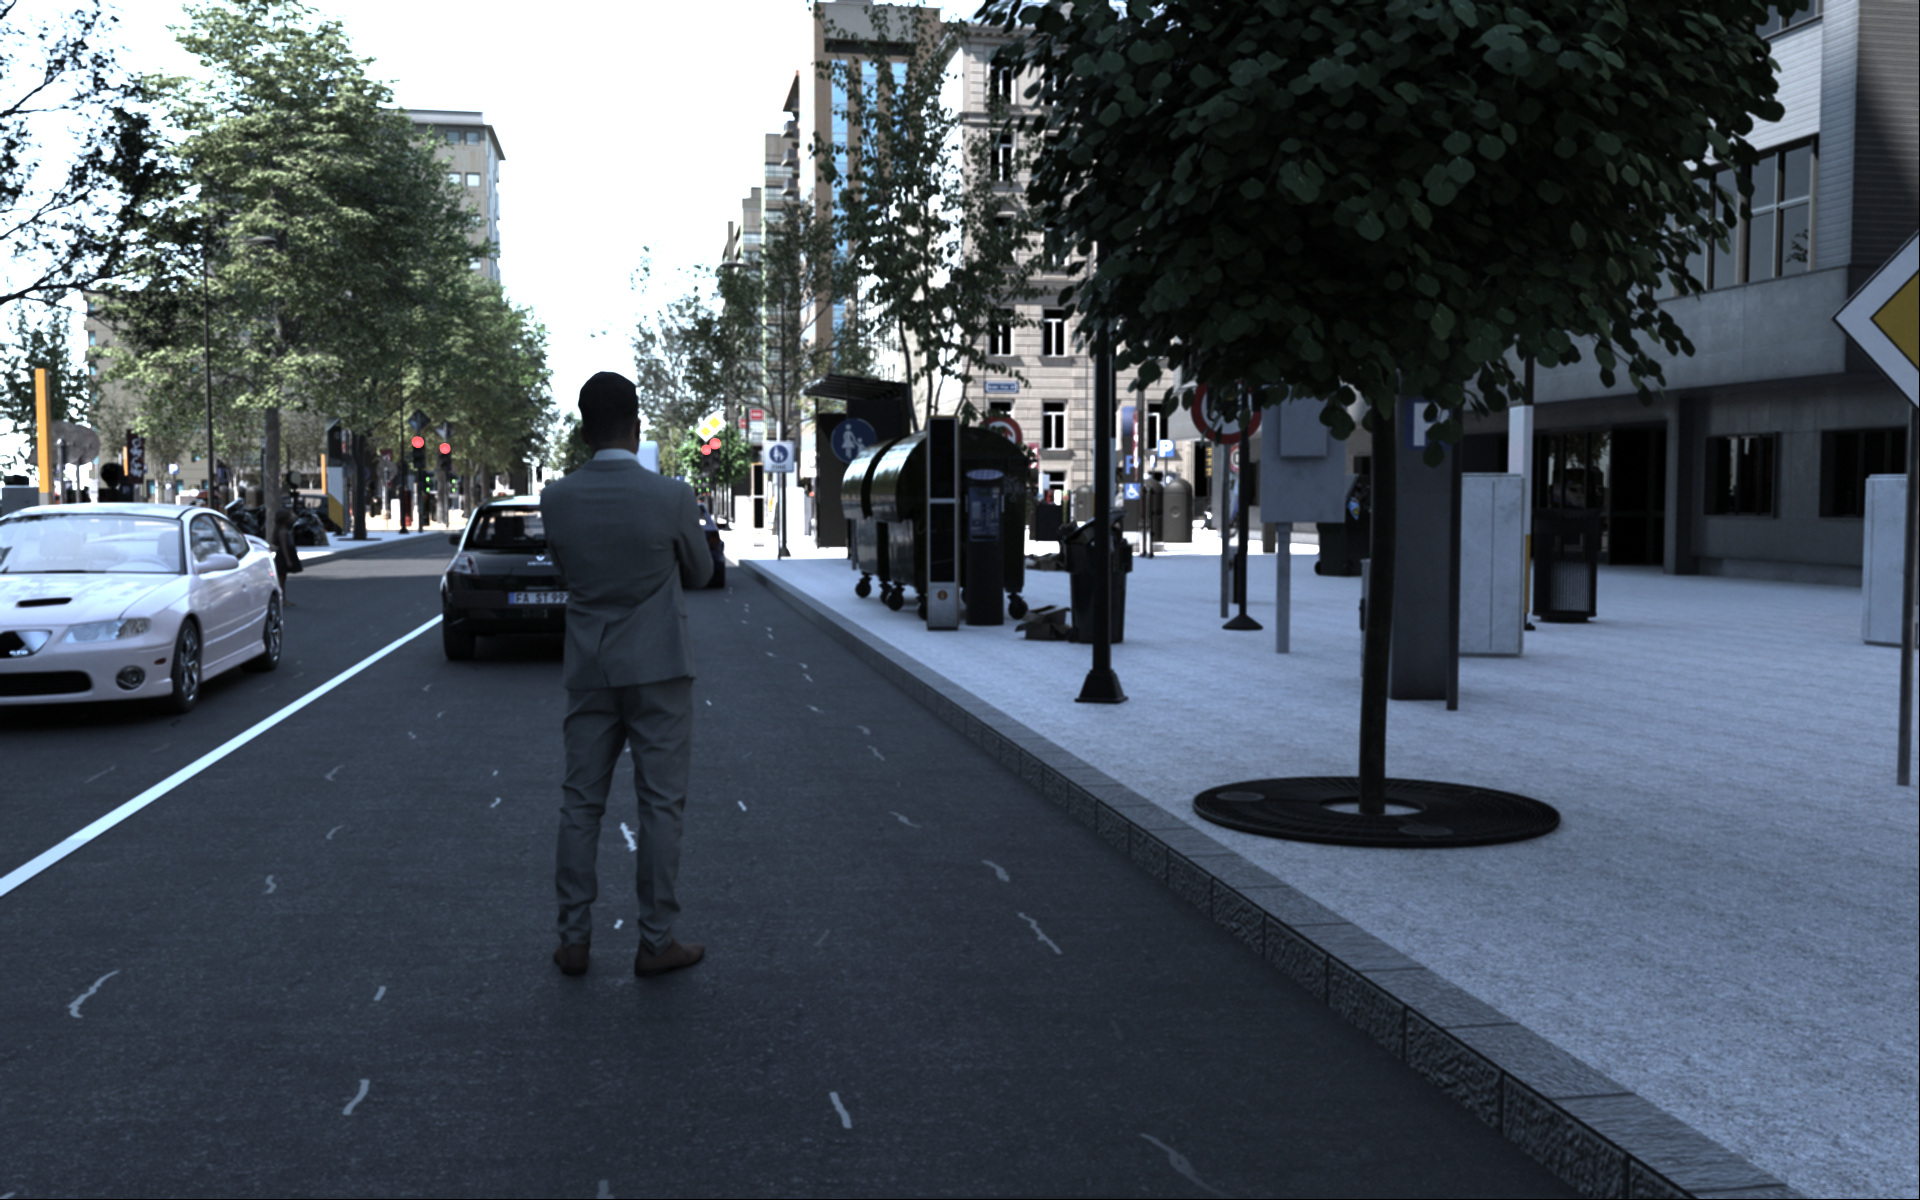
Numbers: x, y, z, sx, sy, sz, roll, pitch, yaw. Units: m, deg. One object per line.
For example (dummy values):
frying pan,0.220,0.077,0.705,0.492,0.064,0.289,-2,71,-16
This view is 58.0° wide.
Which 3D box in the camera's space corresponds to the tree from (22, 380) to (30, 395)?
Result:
tree,-40.776,-7.381,71.040,4.360,8.622,3.978,0,3,0

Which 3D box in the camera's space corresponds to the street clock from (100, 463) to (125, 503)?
street clock,-19.674,-2.183,40.255,0.471,2.002,0.358,0,4,2

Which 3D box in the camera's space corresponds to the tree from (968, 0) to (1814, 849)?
tree,1.598,-1.410,6.775,4.285,4.588,4.351,0,3,0

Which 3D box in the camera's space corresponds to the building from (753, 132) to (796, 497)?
building,-15.830,-31.575,199.844,14.154,41.232,14.086,-1,4,-10

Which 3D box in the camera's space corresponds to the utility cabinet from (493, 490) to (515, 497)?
utility cabinet,-25.711,-5.442,97.662,1.173,1.500,0.318,0,4,-1

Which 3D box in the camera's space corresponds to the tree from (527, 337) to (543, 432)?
tree,-24.962,-10.448,88.954,7.486,12.596,7.792,0,3,0

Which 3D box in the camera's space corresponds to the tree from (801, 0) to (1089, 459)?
tree,-0.395,-4.520,24.268,4.737,8.622,4.395,0,3,0

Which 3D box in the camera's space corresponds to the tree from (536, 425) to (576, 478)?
tree,-41.624,-13.925,178.032,4.737,8.622,4.395,0,3,0

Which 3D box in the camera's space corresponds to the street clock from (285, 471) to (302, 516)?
street clock,-20.733,-3.021,53.958,0.358,2.002,0.471,2,4,28

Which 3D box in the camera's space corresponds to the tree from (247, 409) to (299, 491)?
tree,-51.431,-11.025,130.623,4.737,8.622,4.395,0,3,0

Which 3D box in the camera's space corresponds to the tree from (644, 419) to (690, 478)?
tree,-25.232,-12.316,151.729,4.737,8.622,4.395,0,3,0

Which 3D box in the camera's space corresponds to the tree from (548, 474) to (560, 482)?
tree,-36.219,-9.761,154.197,1.663,3.219,1.824,0,3,0

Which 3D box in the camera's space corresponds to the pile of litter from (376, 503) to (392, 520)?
pile of litter,-28.252,-4.415,86.150,1.719,0.858,1.176,0,4,-4

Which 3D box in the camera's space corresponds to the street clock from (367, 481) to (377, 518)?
street clock,-31.512,-5.398,92.832,0.471,2.002,0.358,-3,5,-44

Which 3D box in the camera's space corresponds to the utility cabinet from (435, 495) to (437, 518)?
utility cabinet,-28.161,-5.044,93.628,0.306,1.237,1.020,-1,4,-20

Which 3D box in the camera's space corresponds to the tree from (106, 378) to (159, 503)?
tree,-44.507,-8.930,96.376,4.360,8.622,3.978,0,3,0

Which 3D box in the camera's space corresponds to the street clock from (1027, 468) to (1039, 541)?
street clock,1.983,-2.618,47.372,0.358,2.002,0.471,-1,4,-12

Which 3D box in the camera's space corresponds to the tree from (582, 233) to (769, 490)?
tree,-20.669,-16.577,126.928,12.611,20.169,13.585,0,3,0

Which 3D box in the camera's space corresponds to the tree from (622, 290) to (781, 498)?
tree,-15.783,-11.863,104.330,12.009,13.543,11.850,0,3,0

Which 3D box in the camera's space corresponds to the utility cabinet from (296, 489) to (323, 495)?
utility cabinet,-28.842,-4.160,76.700,1.173,1.500,0.318,-2,4,-33

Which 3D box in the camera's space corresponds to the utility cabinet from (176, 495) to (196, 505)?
utility cabinet,-36.344,-4.304,81.539,0.306,1.237,1.020,2,4,34

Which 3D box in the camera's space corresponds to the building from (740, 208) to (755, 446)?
building,-24.653,-34.682,250.644,14.154,41.232,14.086,-1,4,-10

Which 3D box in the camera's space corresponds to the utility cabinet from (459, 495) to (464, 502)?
utility cabinet,-38.545,-7.519,134.091,0.306,1.237,1.020,-1,4,-21

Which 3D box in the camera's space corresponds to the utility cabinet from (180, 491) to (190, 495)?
utility cabinet,-57.774,-7.402,129.701,1.173,1.500,0.318,1,4,10

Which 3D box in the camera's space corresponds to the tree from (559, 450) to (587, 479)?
tree,-59.615,-21.992,276.570,9.611,12.733,9.660,0,3,0

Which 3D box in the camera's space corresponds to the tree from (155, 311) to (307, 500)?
tree,-29.157,-7.285,69.473,4.360,8.622,3.978,0,3,0

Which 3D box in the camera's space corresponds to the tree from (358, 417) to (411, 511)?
tree,-43.927,-11.149,132.644,4.360,8.622,3.978,0,3,0

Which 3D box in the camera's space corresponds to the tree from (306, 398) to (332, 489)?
tree,-40.008,-9.561,106.688,4.360,8.622,3.978,0,3,0

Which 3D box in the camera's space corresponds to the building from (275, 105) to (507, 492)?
building,-78.005,-39.793,239.853,28.713,52.752,27.495,-1,4,-10

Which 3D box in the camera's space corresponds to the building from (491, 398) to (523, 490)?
building,-82.862,-25.925,268.910,27.650,21.520,28.899,-1,4,-10

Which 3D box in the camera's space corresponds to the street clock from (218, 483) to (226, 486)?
street clock,-47.979,-6.612,112.672,0.471,2.002,0.358,1,4,8

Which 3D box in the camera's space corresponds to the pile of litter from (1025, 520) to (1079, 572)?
pile of litter,1.616,-0.945,29.417,1.176,0.858,1.719,1,4,16

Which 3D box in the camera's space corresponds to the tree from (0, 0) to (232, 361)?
tree,-13.579,-5.427,23.151,7.601,10.594,8.767,-1,4,-23

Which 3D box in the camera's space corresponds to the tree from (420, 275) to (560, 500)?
tree,-27.350,-11.813,99.798,9.857,13.997,8.962,0,3,0

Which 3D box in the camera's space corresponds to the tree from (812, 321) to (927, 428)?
tree,-3.632,-7.485,72.748,4.360,8.622,3.978,0,3,0

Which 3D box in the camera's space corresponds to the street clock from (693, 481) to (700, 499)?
street clock,-12.409,-4.707,81.522,0.358,2.002,0.471,1,4,8

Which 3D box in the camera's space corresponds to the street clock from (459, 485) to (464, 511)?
street clock,-38.180,-7.840,132.754,0.358,2.002,0.471,2,4,28

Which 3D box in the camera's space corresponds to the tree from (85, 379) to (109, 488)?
tree,-51.644,-9.535,106.263,4.360,8.622,3.978,0,3,0

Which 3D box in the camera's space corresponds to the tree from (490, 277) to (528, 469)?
tree,-22.212,-9.436,72.413,7.486,12.596,7.792,0,3,0

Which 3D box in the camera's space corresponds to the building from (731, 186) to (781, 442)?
building,-23.673,-39.474,269.107,21.300,48.544,21.600,-1,4,-10

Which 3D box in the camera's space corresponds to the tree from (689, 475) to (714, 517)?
tree,-14.212,-6.149,95.140,1.663,3.219,1.824,0,3,0

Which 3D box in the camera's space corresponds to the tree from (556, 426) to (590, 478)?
tree,-50.810,-18.199,231.964,7.601,10.594,8.767,-1,4,-11

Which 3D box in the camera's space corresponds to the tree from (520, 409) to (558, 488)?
tree,-36.421,-12.142,148.881,4.360,8.622,3.978,0,3,0

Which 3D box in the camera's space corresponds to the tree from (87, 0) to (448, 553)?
tree,-14.722,-7.329,37.962,7.486,12.596,7.792,0,3,0

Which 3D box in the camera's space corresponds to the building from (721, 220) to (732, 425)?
building,-28.645,-40.776,290.394,21.300,48.544,21.600,-1,4,-10

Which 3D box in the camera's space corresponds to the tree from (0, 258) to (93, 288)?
tree,-28.071,-6.258,52.686,4.737,8.622,4.395,0,3,0

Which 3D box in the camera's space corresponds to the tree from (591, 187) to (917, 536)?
tree,-5.363,-7.233,52.674,7.601,10.594,8.767,2,4,27

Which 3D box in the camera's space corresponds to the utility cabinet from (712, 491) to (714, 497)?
utility cabinet,-17.460,-7.186,126.176,1.173,1.500,0.318,0,4,7

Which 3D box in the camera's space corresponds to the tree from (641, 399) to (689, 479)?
tree,-34.698,-17.641,206.563,7.486,12.596,7.792,0,3,0
